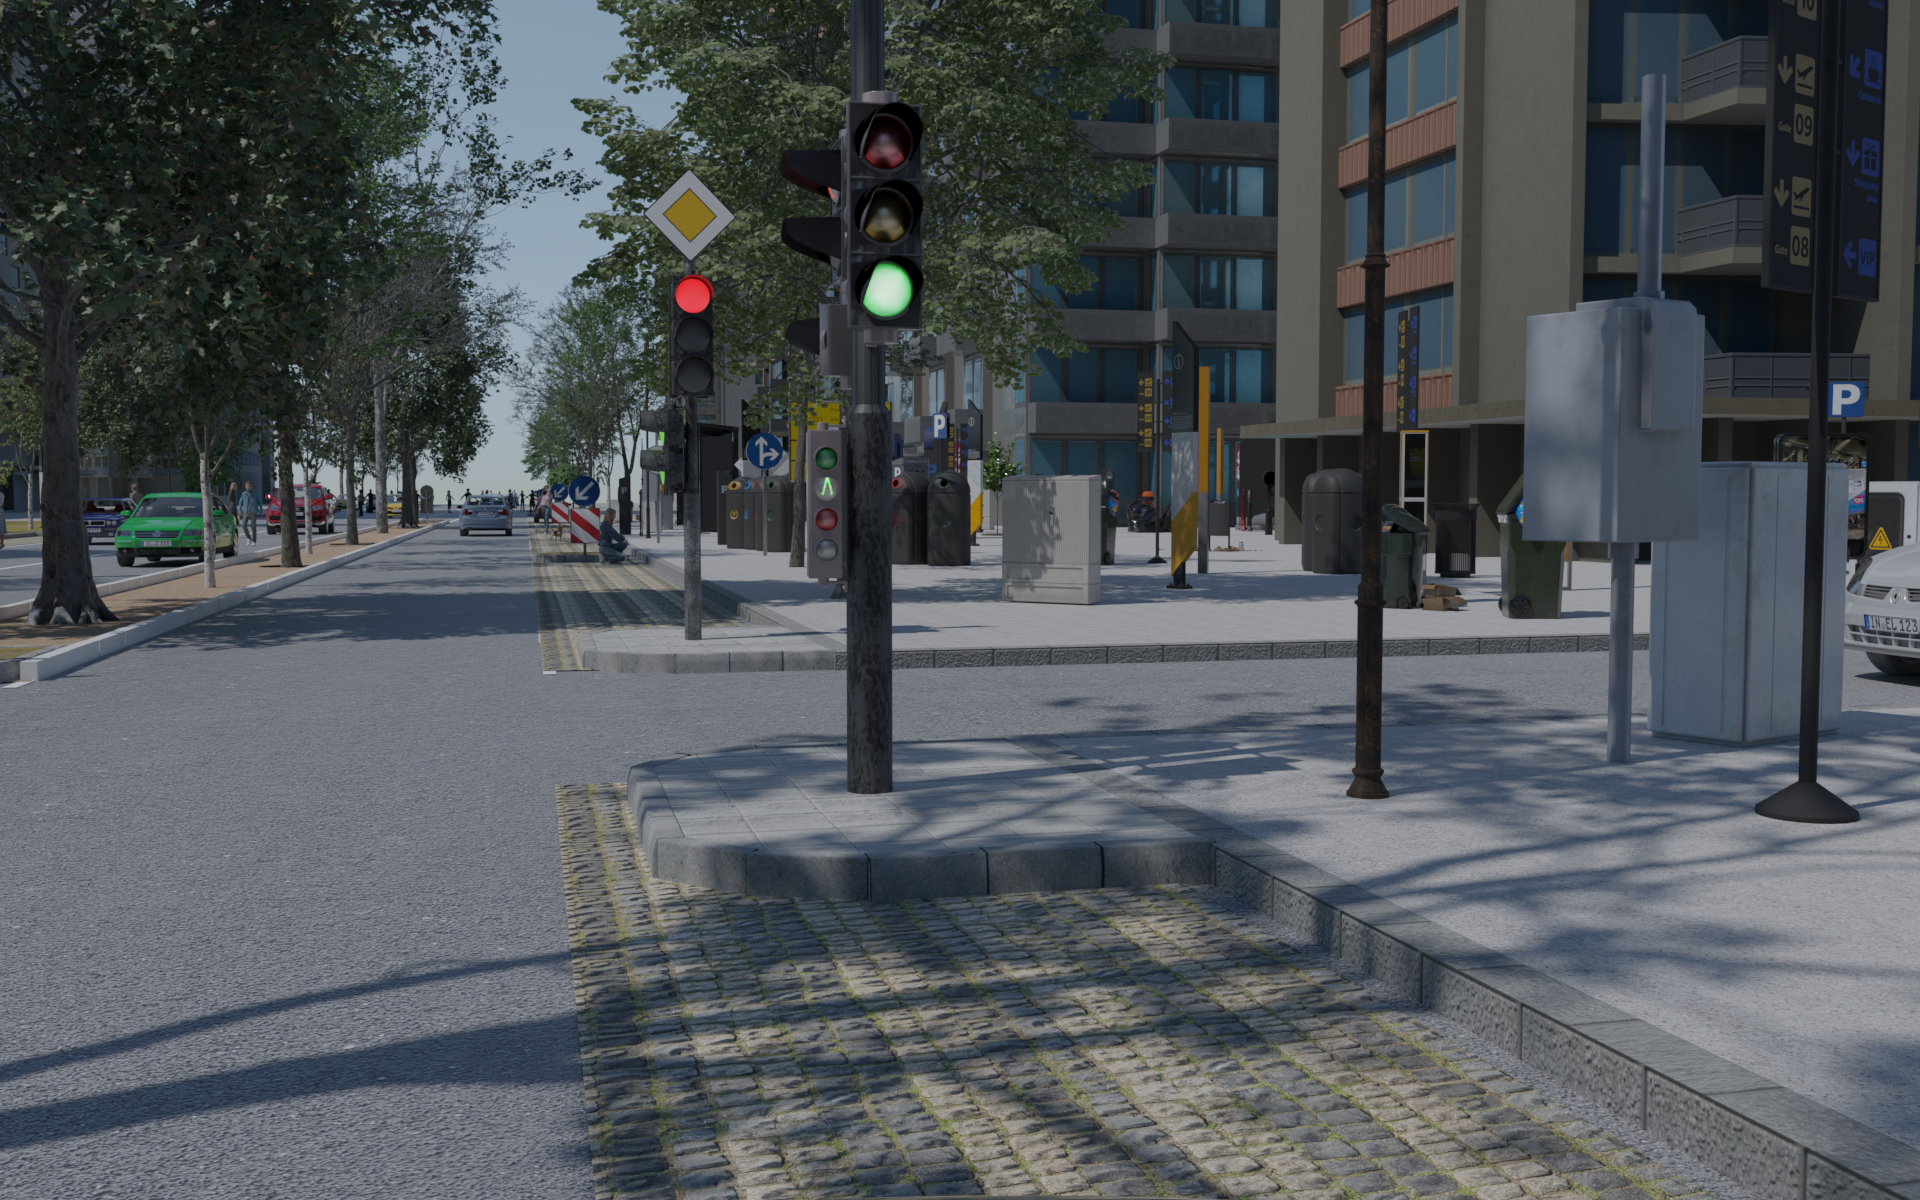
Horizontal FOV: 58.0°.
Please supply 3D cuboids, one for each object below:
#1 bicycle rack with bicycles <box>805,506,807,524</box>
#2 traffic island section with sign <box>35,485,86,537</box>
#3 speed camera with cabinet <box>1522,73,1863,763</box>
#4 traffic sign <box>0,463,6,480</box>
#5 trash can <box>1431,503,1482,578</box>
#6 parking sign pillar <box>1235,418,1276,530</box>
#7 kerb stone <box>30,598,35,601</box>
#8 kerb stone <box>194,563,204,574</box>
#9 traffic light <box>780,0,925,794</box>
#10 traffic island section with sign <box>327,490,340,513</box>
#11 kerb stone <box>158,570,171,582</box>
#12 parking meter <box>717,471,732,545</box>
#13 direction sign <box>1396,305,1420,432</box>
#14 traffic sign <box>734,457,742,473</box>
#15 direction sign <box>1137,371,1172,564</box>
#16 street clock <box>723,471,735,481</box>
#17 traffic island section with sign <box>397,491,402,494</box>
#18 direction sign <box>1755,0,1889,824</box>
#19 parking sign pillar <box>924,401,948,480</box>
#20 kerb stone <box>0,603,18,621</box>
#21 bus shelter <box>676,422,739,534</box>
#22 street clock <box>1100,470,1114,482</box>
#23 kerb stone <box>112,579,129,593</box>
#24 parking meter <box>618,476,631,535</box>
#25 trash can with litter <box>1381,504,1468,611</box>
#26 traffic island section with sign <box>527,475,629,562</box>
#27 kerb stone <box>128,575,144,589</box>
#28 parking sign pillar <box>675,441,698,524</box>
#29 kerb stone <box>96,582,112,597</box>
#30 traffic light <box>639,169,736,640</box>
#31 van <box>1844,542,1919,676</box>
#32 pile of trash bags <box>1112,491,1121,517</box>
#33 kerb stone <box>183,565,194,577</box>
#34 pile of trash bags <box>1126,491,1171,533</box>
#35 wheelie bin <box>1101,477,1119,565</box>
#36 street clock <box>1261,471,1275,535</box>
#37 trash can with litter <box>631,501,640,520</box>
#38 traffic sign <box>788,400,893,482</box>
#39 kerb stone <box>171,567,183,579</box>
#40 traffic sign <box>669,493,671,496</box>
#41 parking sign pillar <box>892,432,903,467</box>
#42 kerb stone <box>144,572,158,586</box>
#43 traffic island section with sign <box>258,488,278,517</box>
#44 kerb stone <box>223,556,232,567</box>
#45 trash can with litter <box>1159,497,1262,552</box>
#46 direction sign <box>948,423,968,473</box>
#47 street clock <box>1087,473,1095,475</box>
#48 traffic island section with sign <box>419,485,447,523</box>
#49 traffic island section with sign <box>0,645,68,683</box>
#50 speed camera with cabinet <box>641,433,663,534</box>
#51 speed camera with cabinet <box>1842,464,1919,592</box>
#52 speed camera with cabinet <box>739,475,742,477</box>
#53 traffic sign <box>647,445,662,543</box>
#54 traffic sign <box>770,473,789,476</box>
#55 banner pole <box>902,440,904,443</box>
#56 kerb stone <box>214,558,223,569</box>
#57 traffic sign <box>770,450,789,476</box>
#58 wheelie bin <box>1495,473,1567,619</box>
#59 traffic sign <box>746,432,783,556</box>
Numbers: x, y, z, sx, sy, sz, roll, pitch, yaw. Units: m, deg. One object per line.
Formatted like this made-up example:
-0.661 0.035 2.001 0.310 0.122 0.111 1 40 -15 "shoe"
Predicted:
-6.080 -3.696 73.809 2.852 0.926 2.925 -3 4 -39 "bicycle rack with bicycles"
-30.294 -3.093 59.205 1.989 1.847 2.006 -1 4 -14 "traffic island section with sign"
3.739 -0.886 8.826 2.038 3.252 0.660 -2 4 -35 "speed camera with cabinet"
-37.403 -4.102 67.174 0.768 2.556 0.104 -1 4 -12 "traffic sign"
7.618 -0.915 26.614 0.748 1.137 0.748 0 3 0 "trash can"
10.572 -4.487 61.833 1.447 3.967 1.447 0 4 -1 "parking sign pillar"
-11.273 0.064 21.149 0.120 0.150 1.000 -1 4 -14 "kerb stone"
-13.780 -0.545 31.109 0.120 0.150 1.000 -1 4 -14 "kerb stone"
-2.429 -1.962 6.748 4.771 5.953 1.251 -1 4 -14 "traffic light"
-49.064 -7.661 133.881 1.989 1.847 2.006 -1 4 -14 "traffic island section with sign"
-13.028 -0.363 28.127 0.120 0.150 1.000 -1 4 -14 "kerb stone"
-5.920 -2.321 43.661 0.399 1.863 0.255 -1 4 -11 "parking meter"
5.492 -1.792 21.296 0.379 3.537 0.876 0 4 -1 "direction sign"
-5.445 -2.668 44.807 0.795 2.450 0.064 -1 4 -9 "traffic sign"
3.660 -2.449 32.031 0.876 3.537 0.379 3 4 36 "direction sign"
-7.248 -3.037 54.221 0.358 2.002 0.471 1 4 17 "street clock"
-69.317 -12.591 214.487 1.989 1.847 2.006 -1 4 -14 "traffic island section with sign"
3.379 -0.906 6.806 0.876 3.537 0.379 -3 4 -37 "direction sign"
-0.691 -3.746 49.716 1.447 3.967 1.447 1 4 12 "parking sign pillar"
-11.025 0.130 20.152 0.120 0.150 1.000 -1 4 -14 "kerb stone"
-8.655 -4.142 59.000 1.731 3.624 6.357 -1 4 -14 "bus shelter"
4.408 -2.902 52.019 0.358 2.002 0.471 3 5 40 "street clock"
-12.280 -0.176 25.138 0.120 0.150 1.000 -1 4 -14 "kerb stone"
-10.601 -2.997 54.713 0.399 1.863 0.255 0 4 -6 "parking meter"
5.165 -0.487 19.344 0.624 1.170 1.055 -3 5 -44 "trash can with litter"
-8.169 -1.741 37.092 1.989 1.847 2.006 -1 4 -14 "traffic island section with sign"
-12.526 -0.241 26.134 0.120 0.150 1.000 -1 4 -14 "kerb stone"
-11.733 -5.324 75.519 1.447 3.967 1.447 1 4 10 "parking sign pillar"
-12.027 -0.118 24.131 0.120 0.150 1.000 -1 4 -14 "kerb stone"
-2.368 -1.604 15.140 0.839 4.253 0.868 -1 4 -14 "traffic light"
8.883 -0.383 13.270 4.112 2.044 2.013 -1 4 -13 "van"
3.573 -2.898 57.140 3.447 1.369 1.912 0 4 6 "pile of trash bags"
-13.520 -0.484 30.117 0.120 0.150 1.000 -1 4 -14 "kerb stone"
6.584 -2.999 58.792 1.912 1.369 3.447 0 4 -4 "pile of trash bags"
2.462 -1.444 31.513 0.980 1.594 0.693 2 4 26 "wheelie bin"
9.665 -3.033 54.162 0.471 2.002 0.358 -1 4 -12 "street clock"
-16.052 -4.503 85.006 1.055 1.170 0.624 0 4 -5 "trash can with litter"
-2.596 -2.682 37.717 2.265 3.308 0.079 -1 4 -11 "traffic sign"
-13.276 -0.422 29.120 0.120 0.150 1.000 -1 4 -14 "kerb stone"
-15.080 -5.501 90.040 0.768 2.556 0.104 -1 4 -9 "traffic sign"
-2.196 -4.111 55.683 1.447 3.967 1.447 1 4 12 "parking sign pillar"
-12.770 -0.302 27.129 0.120 0.150 1.000 -1 4 -14 "kerb stone"
-42.481 -6.060 107.705 1.989 1.847 2.006 -1 4 -14 "traffic island section with sign"
-14.530 -0.727 34.087 0.120 0.150 1.000 -1 4 -14 "kerb stone"
5.570 -1.717 39.131 2.233 1.210 1.678 3 4 38 "trash can with litter"
-0.081 -3.891 55.616 0.876 3.537 0.379 0 4 2 "direction sign"
4.596 -3.445 60.902 0.358 2.002 0.471 1 4 16 "street clock"
-26.599 -4.781 86.305 2.006 1.907 1.989 -1 4 -14 "traffic island section with sign"
-8.270 -0.324 13.428 2.006 1.907 1.989 -1 4 -14 "traffic island section with sign"
-10.095 -3.822 56.827 0.660 3.252 2.038 0 4 -7 "speed camera with cabinet"
12.853 -1.741 22.799 0.660 3.252 2.038 -2 4 -30 "speed camera with cabinet"
-10.839 -5.452 83.481 0.660 3.252 2.038 -2 4 -31 "speed camera with cabinet"
-7.889 -2.761 45.246 0.768 2.556 0.104 -1 4 -13 "traffic sign"
-6.029 -3.482 56.936 0.884 2.594 0.081 -1 4 -11 "traffic sign"
-2.709 -4.945 70.870 0.863 3.779 0.401 0 4 -6 "banner pole"
-14.276 -0.667 33.095 0.120 0.150 1.000 -1 4 -14 "kerb stone"
-5.187 -3.044 49.868 0.768 2.556 0.104 -1 4 -10 "traffic sign"
5.965 -0.618 18.014 0.693 1.594 0.980 0 4 8 "wheelie bin"
-4.051 -2.191 35.936 0.768 2.556 0.104 0 4 -8 "traffic sign"
